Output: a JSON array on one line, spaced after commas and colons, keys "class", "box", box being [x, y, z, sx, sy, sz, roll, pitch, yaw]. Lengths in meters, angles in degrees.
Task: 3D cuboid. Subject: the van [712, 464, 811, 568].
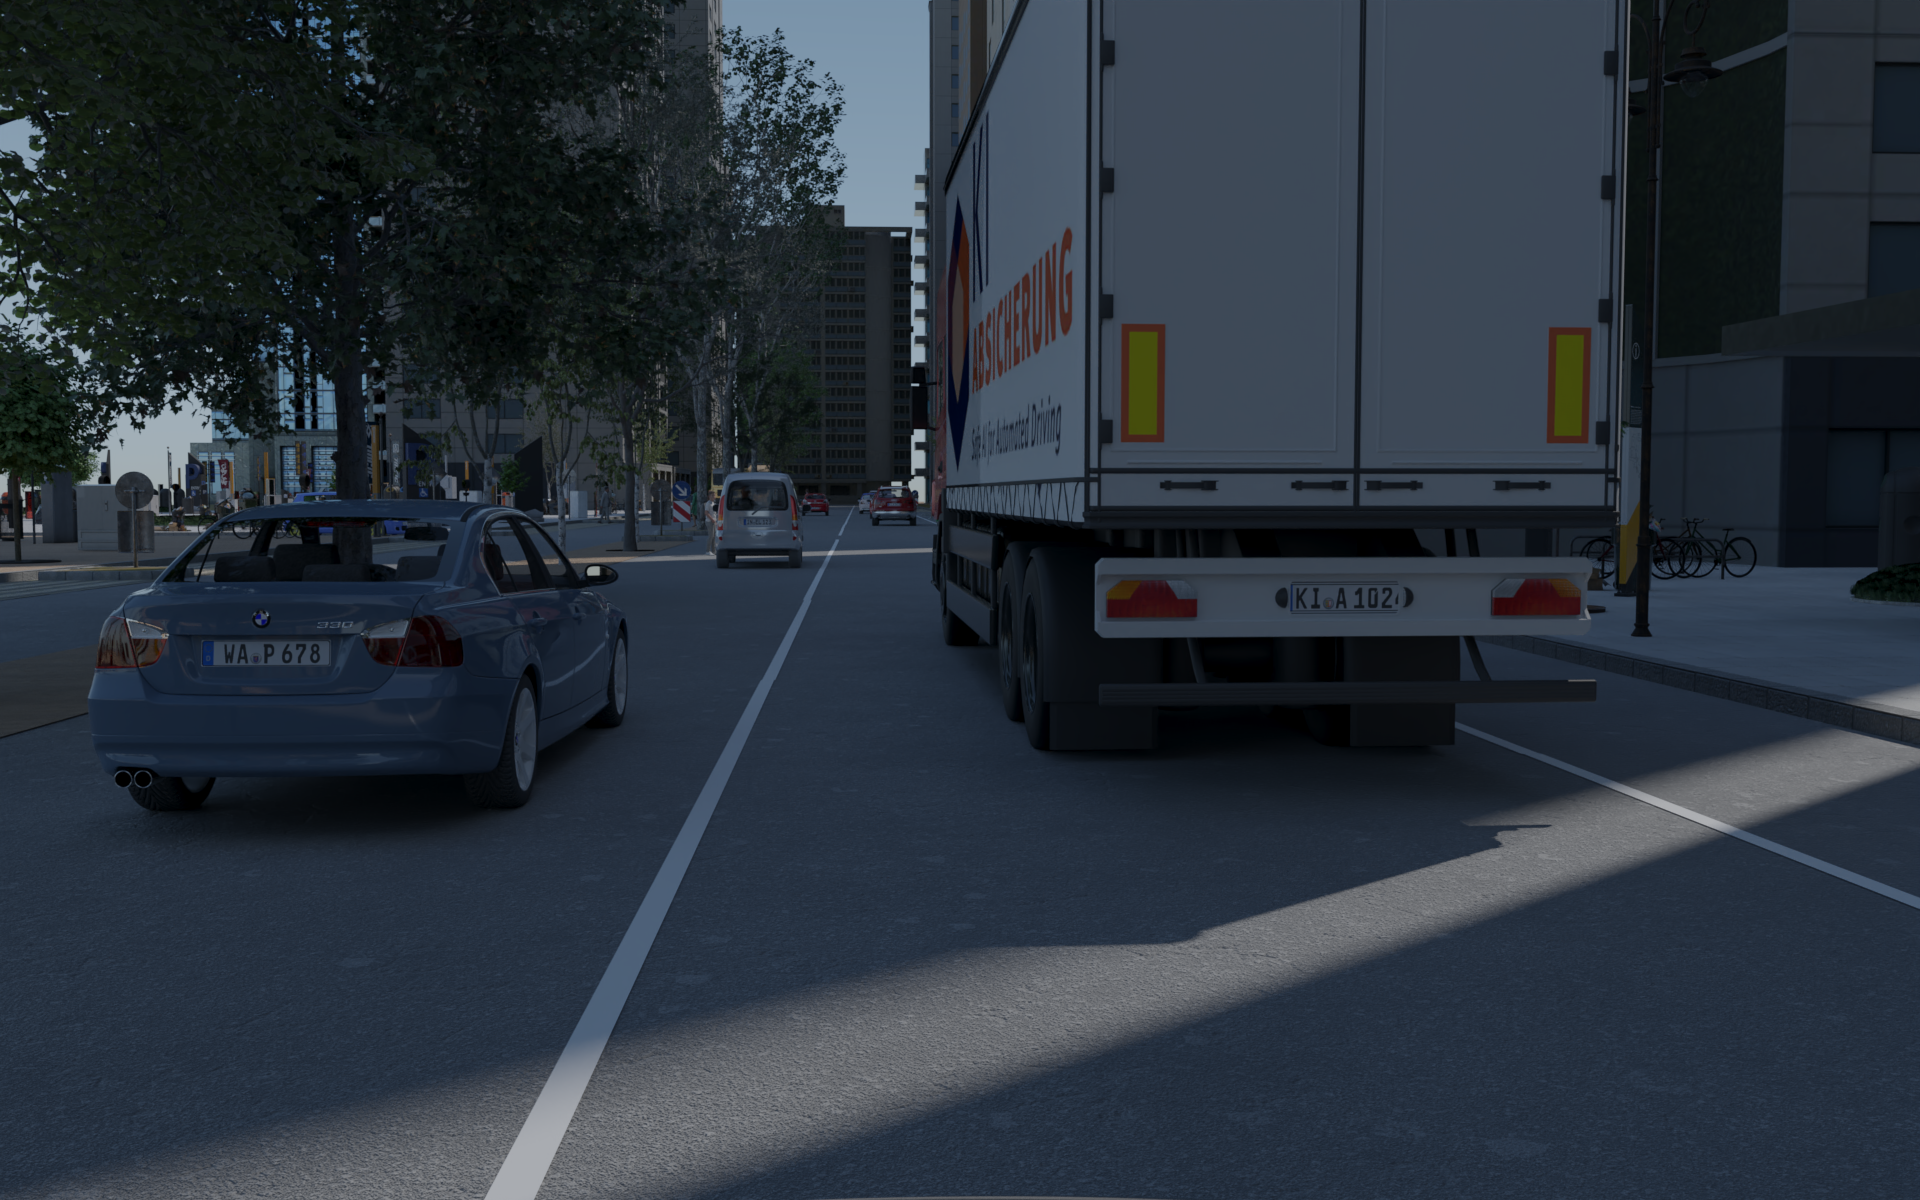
[{"class": "van", "box": [-4.009, -1.705, 34.886, 2.013, 2.044, 4.112, 0, 4, -5]}]

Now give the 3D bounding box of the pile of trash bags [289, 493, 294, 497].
[{"class": "pile of trash bags", "box": [-46.991, -6.787, 120.715, 1.912, 1.369, 3.447, -2, 4, -31]}]

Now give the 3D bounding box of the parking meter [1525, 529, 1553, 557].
[{"class": "parking meter", "box": [8.886, -1.273, 26.523, 0.399, 1.863, 0.255, 2, 4, 35]}]

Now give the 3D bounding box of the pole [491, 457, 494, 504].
[{"class": "pole", "box": [-24.314, -5.879, 89.969, 0.158, 3.312, 0.155, 0, 3, 0]}]

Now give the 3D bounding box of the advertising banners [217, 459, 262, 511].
[{"class": "advertising banners", "box": [-36.246, -5.565, 87.181, 2.074, 3.025, 0.090, -3, 4, -36]}]

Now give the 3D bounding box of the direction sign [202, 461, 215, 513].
[{"class": "direction sign", "box": [-51.405, -7.740, 118.542, 0.379, 3.537, 0.876, 3, 5, 41]}]

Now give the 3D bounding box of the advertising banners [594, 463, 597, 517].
[{"class": "advertising banners", "box": [-20.264, -6.128, 96.376, 0.090, 3.025, 2.074, 0, 4, -7]}]

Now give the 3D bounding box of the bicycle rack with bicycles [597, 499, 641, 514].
[{"class": "bicycle rack with bicycles", "box": [-22.906, -6.169, 114.242, 2.852, 0.926, 2.925, 2, 4, 33]}]

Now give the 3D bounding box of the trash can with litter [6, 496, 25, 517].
[{"class": "trash can with litter", "box": [-52.095, -5.164, 95.497, 1.678, 1.210, 2.233, 0, 4, -7]}]

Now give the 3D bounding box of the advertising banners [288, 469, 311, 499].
[{"class": "advertising banners", "box": [-45.512, -7.500, 118.807, 2.074, 3.025, 0.090, 0, 4, 0]}]

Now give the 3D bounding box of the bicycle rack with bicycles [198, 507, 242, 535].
[{"class": "bicycle rack with bicycles", "box": [-20.069, -2.245, 50.085, 2.925, 0.926, 2.852, 0, 4, 8]}]

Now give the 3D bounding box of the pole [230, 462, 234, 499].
[{"class": "pole", "box": [-47.800, -7.300, 113.204, 0.158, 3.312, 0.155, 0, 3, 0]}]

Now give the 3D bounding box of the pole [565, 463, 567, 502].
[{"class": "pole", "box": [-26.041, -7.373, 114.395, 0.158, 3.312, 0.155, 0, 3, 0]}]

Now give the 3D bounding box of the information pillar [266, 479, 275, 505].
[{"class": "information pillar", "box": [-32.920, -4.784, 82.718, 0.304, 2.012, 0.304, -3, 5, -44]}]

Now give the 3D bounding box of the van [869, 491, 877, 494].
[{"class": "van", "box": [-10.269, -12.365, 209.184, 2.013, 2.044, 4.112, 0, 4, -2]}]

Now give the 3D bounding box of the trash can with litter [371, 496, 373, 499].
[{"class": "trash can with litter", "box": [-40.608, -6.555, 118.557, 0.624, 1.170, 1.055, 2, 4, 28]}]

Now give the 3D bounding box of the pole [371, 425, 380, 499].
[{"class": "pole", "box": [-17.349, -3.524, 51.459, 0.158, 3.312, 0.155, 0, 3, 0]}]

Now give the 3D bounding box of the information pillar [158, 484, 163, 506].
[{"class": "information pillar", "box": [-58.146, -7.433, 126.020, 0.304, 2.012, 0.304, -3, 5, -43]}]

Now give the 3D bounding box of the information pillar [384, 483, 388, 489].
[{"class": "information pillar", "box": [-38.095, -6.755, 114.941, 0.304, 2.012, 0.304, -1, 4, -9]}]

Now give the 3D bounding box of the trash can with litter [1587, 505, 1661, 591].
[{"class": "trash can with litter", "box": [8.697, -0.709, 22.987, 1.055, 1.170, 0.624, 1, 4, 10]}]

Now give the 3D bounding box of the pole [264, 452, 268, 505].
[{"class": "pole", "box": [-33.756, -5.534, 84.316, 0.158, 3.312, 0.155, 0, 3, 0]}]

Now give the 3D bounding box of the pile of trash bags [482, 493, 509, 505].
[{"class": "pile of trash bags", "box": [-27.651, -5.613, 101.520, 1.912, 1.369, 3.447, 2, 4, 30]}]

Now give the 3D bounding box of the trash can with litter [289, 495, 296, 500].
[{"class": "trash can with litter", "box": [-38.654, -5.415, 99.593, 2.233, 1.210, 1.678, 0, 4, -4]}]

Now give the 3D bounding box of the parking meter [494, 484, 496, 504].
[{"class": "parking meter", "box": [-26.178, -5.624, 97.657, 0.255, 1.863, 0.399, 3, 5, 39]}]

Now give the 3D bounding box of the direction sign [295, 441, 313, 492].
[{"class": "direction sign", "box": [-28.106, -5.010, 73.903, 0.379, 3.537, 0.876, 0, 4, 7]}]

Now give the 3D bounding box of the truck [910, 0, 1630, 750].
[{"class": "truck", "box": [1.273, -1.477, 13.058, 2.839, 4.237, 11.283, 0, 4, -5]}]

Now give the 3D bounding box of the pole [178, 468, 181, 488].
[{"class": "pole", "box": [-60.017, -8.524, 133.206, 0.158, 3.312, 0.155, 0, 3, 0]}]

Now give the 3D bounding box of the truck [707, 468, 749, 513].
[{"class": "truck", "box": [-17.164, -8.257, 130.933, 3.469, 3.379, 9.791, 0, 4, -2]}]

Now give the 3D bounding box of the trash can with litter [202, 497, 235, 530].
[{"class": "trash can with litter", "box": [-25.474, -2.941, 59.478, 1.055, 1.170, 0.624, 0, 4, 1]}]

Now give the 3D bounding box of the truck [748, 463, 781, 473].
[{"class": "truck", "box": [-17.957, -10.365, 158.377, 2.839, 4.237, 11.283, 0, 4, -2]}]

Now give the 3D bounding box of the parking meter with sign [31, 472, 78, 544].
[{"class": "parking meter with sign", "box": [-23.570, -2.995, 45.236, 0.543, 3.016, 1.738, 1, 4, 16]}]

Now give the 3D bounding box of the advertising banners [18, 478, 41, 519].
[{"class": "advertising banners", "box": [-47.743, -5.668, 88.859, 0.090, 3.025, 2.074, 1, 4, 22]}]

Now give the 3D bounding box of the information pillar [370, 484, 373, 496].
[{"class": "information pillar", "box": [-43.004, -7.481, 126.803, 0.304, 2.012, 0.304, 0, 4, -6]}]

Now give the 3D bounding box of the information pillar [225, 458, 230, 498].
[{"class": "information pillar", "box": [-47.593, -7.427, 112.794, 0.504, 3.616, 0.183, 1, 4, 14]}]

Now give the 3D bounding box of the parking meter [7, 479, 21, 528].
[{"class": "parking meter", "box": [-35.335, -3.609, 64.725, 0.255, 1.863, 0.399, 2, 4, 31]}]

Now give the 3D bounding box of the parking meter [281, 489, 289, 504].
[{"class": "parking meter", "box": [-33.640, -4.768, 86.372, 0.372, 1.533, 0.369, 0, 3, 0]}]

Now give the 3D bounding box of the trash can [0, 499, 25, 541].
[{"class": "trash can", "box": [-25.782, -2.164, 47.027, 0.748, 1.137, 0.748, 0, 3, 0]}]

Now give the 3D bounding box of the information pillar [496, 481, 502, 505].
[{"class": "information pillar", "box": [-24.725, -5.410, 92.948, 0.304, 2.012, 0.304, -1, 4, -13]}]

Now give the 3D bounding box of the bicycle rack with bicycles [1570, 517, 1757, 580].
[{"class": "bicycle rack with bicycles", "box": [10.797, -0.820, 26.792, 2.925, 0.926, 2.852, 0, 4, 6]}]

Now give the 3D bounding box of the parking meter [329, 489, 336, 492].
[{"class": "parking meter", "box": [-30.538, -4.646, 84.371, 0.372, 1.533, 0.369, 0, 3, 0]}]

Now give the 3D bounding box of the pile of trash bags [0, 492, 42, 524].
[{"class": "pile of trash bags", "box": [-38.736, -3.894, 73.415, 3.447, 1.369, 1.912, -3, 5, -40]}]

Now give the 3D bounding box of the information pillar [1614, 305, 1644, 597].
[{"class": "information pillar", "box": [8.429, -1.855, 21.685, 0.183, 3.616, 0.504, 3, 5, 45]}]

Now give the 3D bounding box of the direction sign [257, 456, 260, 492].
[{"class": "direction sign", "box": [-42.252, -6.874, 104.386, 0.379, 3.537, 0.876, -1, 4, -14]}]

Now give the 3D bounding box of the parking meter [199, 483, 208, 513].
[{"class": "parking meter", "box": [-41.635, -5.483, 95.358, 0.399, 1.863, 0.255, -3, 5, -42]}]

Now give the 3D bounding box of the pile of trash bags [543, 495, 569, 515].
[{"class": "pile of trash bags", "box": [-24.578, -5.875, 105.814, 1.912, 1.369, 3.447, 1, 4, 21]}]

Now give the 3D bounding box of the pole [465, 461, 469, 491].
[{"class": "pole", "box": [-30.460, -6.922, 107.024, 0.158, 3.312, 0.155, 0, 3, 0]}]
